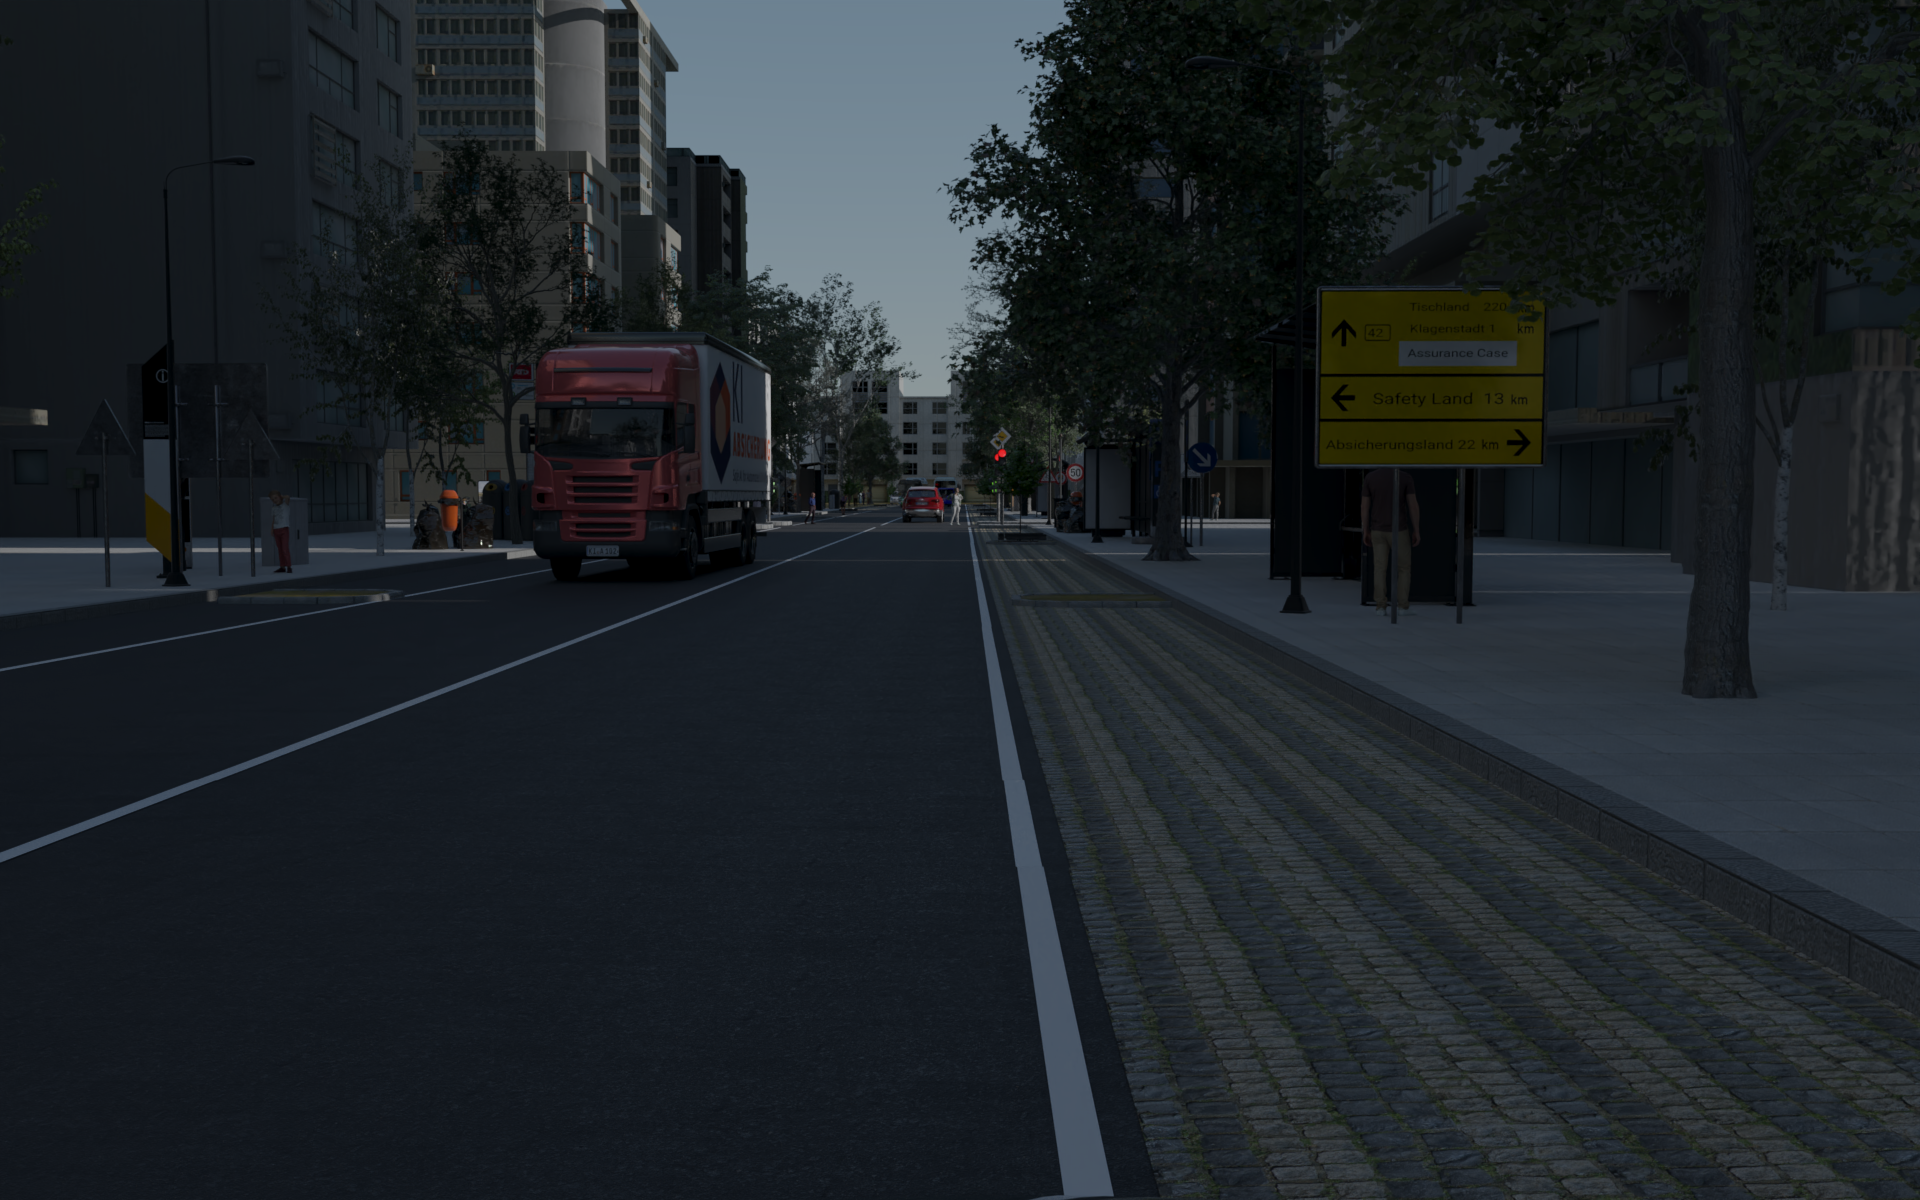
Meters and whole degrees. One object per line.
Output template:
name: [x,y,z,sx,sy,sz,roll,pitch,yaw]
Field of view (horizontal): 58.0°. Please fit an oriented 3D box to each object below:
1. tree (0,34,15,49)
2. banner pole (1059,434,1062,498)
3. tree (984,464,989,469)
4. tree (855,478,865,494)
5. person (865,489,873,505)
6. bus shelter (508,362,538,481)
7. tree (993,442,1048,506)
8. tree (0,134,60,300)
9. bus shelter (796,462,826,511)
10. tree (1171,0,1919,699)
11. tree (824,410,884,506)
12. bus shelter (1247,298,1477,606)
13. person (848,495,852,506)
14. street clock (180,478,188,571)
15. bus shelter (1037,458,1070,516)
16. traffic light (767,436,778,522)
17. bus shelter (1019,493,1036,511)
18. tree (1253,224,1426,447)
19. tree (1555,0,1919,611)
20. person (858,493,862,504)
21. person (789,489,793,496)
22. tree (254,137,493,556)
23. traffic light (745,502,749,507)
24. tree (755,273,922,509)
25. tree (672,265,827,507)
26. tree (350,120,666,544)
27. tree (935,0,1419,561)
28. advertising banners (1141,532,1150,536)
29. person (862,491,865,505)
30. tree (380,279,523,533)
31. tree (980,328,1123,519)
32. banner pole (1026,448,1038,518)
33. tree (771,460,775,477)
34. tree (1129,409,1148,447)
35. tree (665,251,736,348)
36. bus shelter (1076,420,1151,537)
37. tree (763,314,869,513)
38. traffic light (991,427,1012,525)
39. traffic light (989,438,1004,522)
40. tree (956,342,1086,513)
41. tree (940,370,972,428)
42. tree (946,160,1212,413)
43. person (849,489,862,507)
tree: [-12.059,-4.126,17.825,4.360,8.622,3.978,0,3,0]
banner pole: [4.181,-5.041,72.432,0.401,3.779,0.863,0,4,-2]
tree: [4.664,-15.309,200.665,4.737,8.622,4.395,0,3,0]
tree: [-11.872,-12.633,201.156,1.663,3.219,1.824,0,3,0]
person: [-10.755,-12.080,203.556,0.705,1.824,1.348,3,5,44]
bus shelter: [-12.670,-4.769,55.599,2.179,5.291,8.768,0,3,0]
tree: [4.013,-7.677,109.227,4.285,4.588,4.351,0,3,0]
tree: [-15.948,-4.592,25.441,4.737,8.622,4.395,0,3,0]
bus shelter: [-11.137,-8.471,129.778,1.731,3.624,6.357,0,3,0]
tree: [4.557,-5.681,11.010,7.486,12.596,7.792,0,3,0]
tree: [-12.071,-15.813,192.948,7.601,10.594,8.767,-1,4,-15]
bus shelter: [5.133,-1.930,22.843,1.731,3.624,6.357,0,3,0]
person: [-11.654,-10.785,182.927,0.434,1.755,0.990,0,4,-7]
street clock: [-12.974,-1.475,28.691,0.471,2.002,0.358,0,4,-2]
bus shelter: [5.326,-6.491,100.043,2.014,3.302,5.546,0,3,0]
traffic light: [-8.866,-5.592,80.345,0.839,4.253,0.868,0,3,0]
bus shelter: [5.097,-8.583,131.608,1.731,3.624,6.357,0,4,0]
tree: [9.036,-5.617,42.193,4.737,8.622,4.395,0,3,0]
tree: [8.983,-4.205,19.113,4.360,8.622,3.978,0,3,0]
person: [-13.712,-14.007,237.592,0.705,1.814,1.350,2,4,35]
person: [-16.236,-9.763,165.757,0.705,1.814,1.350,2,4,25]
tree: [-12.189,-5.231,35.887,4.360,8.622,3.978,0,3,0]
traffic light: [-8.884,-5.103,72.360,0.839,4.253,0.868,0,3,0]
tree: [-10.434,-17.757,146.218,12.611,20.169,13.585,0,3,0]
tree: [-12.191,-11.572,95.850,9.857,13.997,8.962,0,3,0]
tree: [-11.680,-6.703,44.015,7.601,10.594,8.767,0,4,-6]
tree: [4.138,-7.093,32.985,9.611,12.733,9.660,0,3,0]
advertising banners: [5.839,-3.495,53.335,0.090,3.025,2.074,1,4,21]
person: [-11.392,-12.094,204.699,0.541,1.710,0.530,-3,4,-39]
tree: [-16.646,-6.494,56.537,4.737,8.622,4.395,0,3,0]
tree: [4.907,-9.976,88.863,9.928,11.665,9.643,0,3,0]
banner pole: [3.979,-6.414,94.891,0.863,3.779,0.401,0,4,6]
tree: [-11.140,-6.382,88.059,4.285,4.588,4.351,0,3,0]
tree: [13.255,-10.399,120.393,4.737,8.622,4.395,0,3,0]
tree: [-11.747,-8.049,66.011,7.601,10.594,8.767,0,4,-1]
bus shelter: [4.451,-3.368,48.993,2.014,3.302,5.546,0,3,0]
tree: [-11.163,-12.692,117.882,12.009,13.543,11.850,0,3,0]
traffic light: [1.738,-5.103,72.353,0.839,4.253,0.868,0,3,0]
traffic light: [1.755,-5.591,80.338,0.839,4.253,0.868,0,3,0]
tree: [4.562,-12.920,117.900,9.857,13.997,8.962,0,3,0]
tree: [4.123,-22.787,228.458,12.611,20.169,13.585,0,3,0]
tree: [4.658,-9.179,60.445,12.009,13.543,11.850,0,3,0]
person: [-10.749,-10.540,178.462,1.348,1.812,0.705,-1,4,-13]
